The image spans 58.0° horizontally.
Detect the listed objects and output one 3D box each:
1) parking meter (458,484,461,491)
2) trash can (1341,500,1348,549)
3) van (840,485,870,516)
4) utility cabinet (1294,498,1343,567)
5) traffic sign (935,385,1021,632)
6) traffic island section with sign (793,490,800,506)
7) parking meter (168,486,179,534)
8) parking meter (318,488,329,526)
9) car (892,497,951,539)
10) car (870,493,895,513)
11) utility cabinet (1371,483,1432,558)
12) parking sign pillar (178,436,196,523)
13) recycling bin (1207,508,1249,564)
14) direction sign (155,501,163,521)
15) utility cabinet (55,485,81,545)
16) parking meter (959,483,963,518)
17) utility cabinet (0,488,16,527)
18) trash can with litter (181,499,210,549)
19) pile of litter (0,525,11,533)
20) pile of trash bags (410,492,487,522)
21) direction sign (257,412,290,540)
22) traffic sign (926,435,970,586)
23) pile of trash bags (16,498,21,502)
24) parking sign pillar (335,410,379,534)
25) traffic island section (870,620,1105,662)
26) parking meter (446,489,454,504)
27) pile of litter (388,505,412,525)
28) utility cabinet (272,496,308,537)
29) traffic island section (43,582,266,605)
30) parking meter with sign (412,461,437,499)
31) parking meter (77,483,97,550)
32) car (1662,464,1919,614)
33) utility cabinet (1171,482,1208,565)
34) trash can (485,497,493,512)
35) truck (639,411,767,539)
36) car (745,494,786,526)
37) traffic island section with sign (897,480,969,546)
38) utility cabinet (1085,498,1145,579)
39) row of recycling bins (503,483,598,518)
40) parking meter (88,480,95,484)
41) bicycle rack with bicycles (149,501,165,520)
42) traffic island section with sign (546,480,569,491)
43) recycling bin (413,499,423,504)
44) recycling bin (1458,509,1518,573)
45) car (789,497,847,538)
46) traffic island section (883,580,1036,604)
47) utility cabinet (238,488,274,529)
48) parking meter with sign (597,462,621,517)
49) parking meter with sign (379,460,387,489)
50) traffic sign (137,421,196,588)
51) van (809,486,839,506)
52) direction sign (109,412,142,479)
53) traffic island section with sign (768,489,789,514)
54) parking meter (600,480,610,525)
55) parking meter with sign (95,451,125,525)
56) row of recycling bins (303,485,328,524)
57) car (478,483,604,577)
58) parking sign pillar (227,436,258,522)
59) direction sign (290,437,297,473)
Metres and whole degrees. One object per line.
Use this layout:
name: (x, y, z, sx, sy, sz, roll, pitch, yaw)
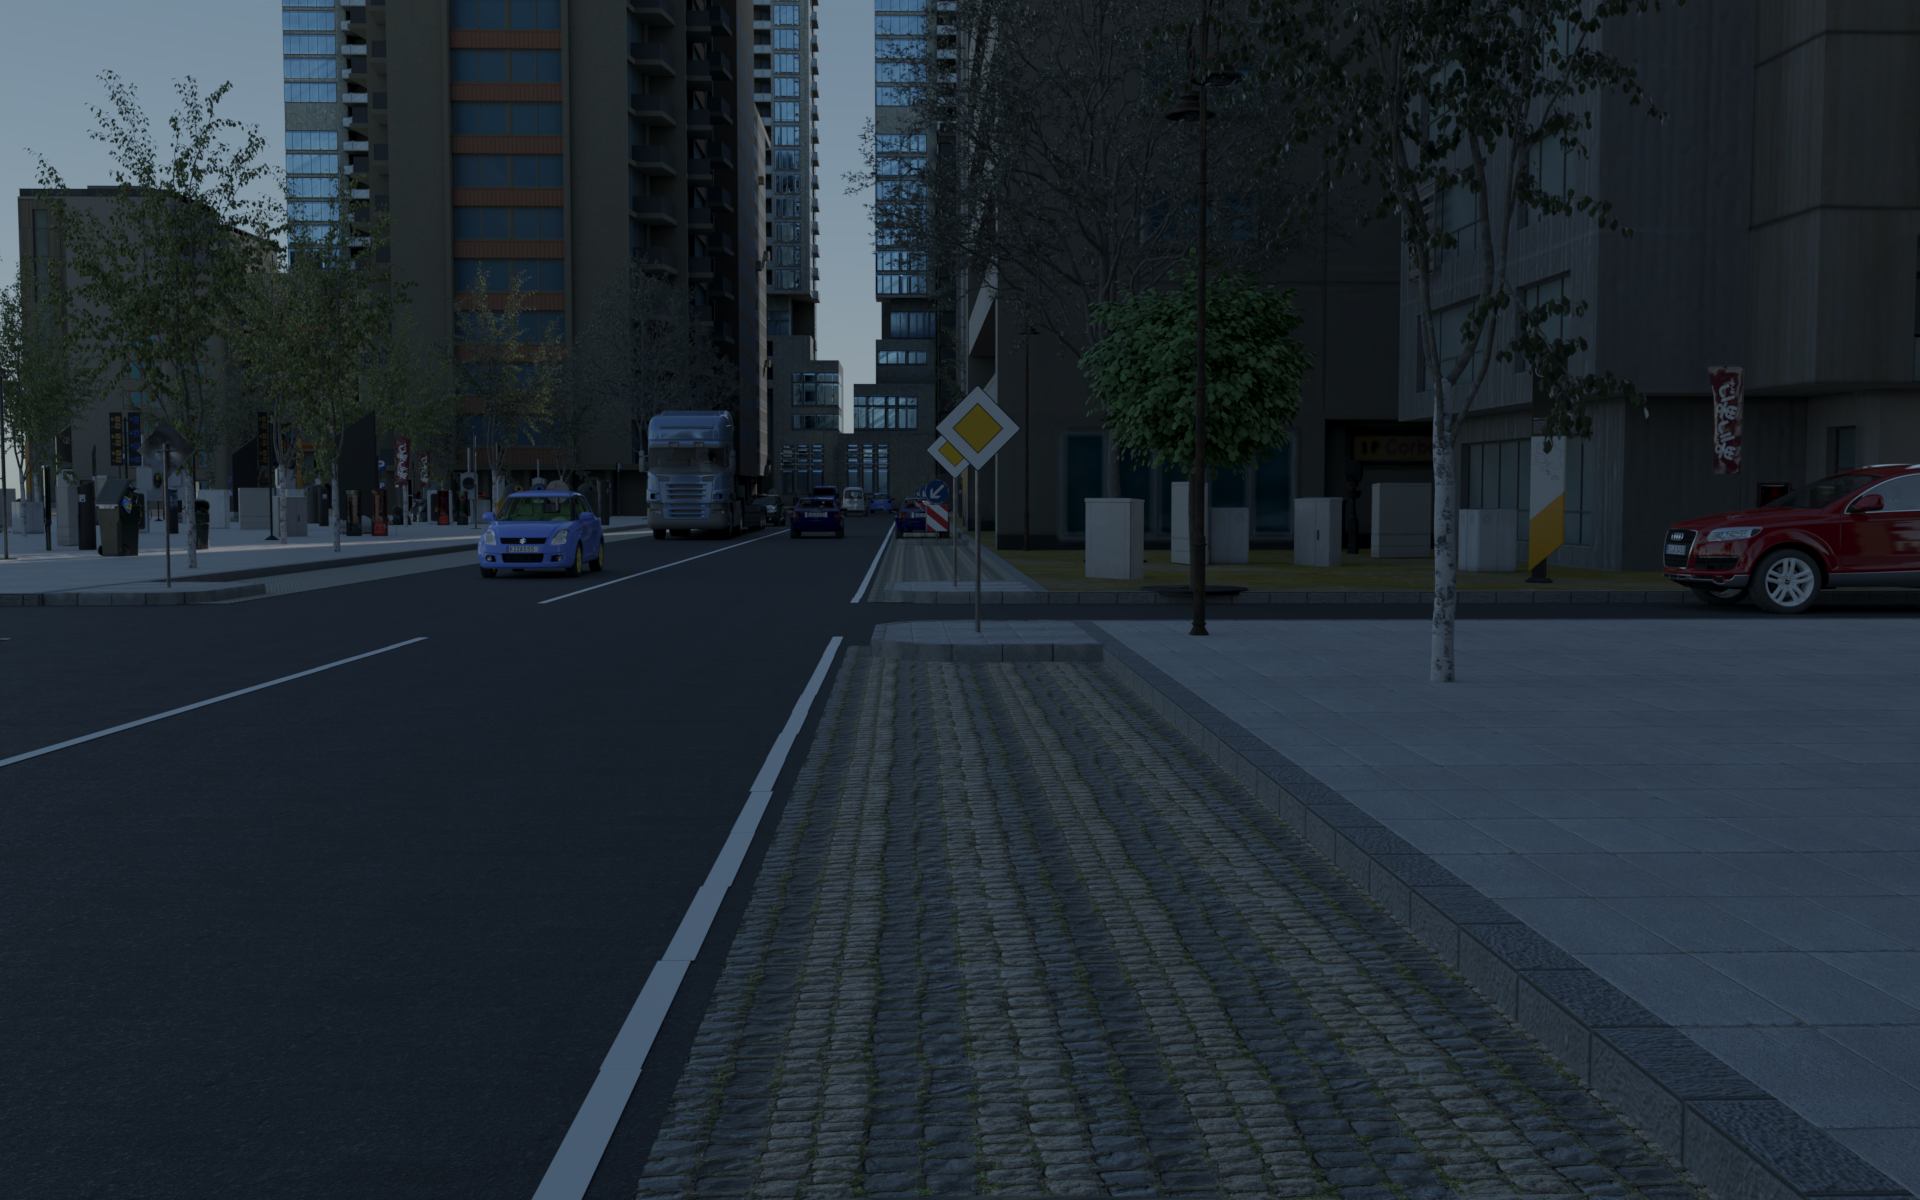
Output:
parking meter: (-26.541, -5.300, 92.374, 0.399, 1.863, 0.255, -1, 4, -8)
trash can: (8.319, -1.661, 38.810, 0.748, 1.137, 0.748, 0, 3, 0)
van: (-6.837, -6.443, 112.359, 2.013, 2.044, 4.112, 0, 4, -1)
utility cabinet: (6.421, -1.221, 31.121, 0.306, 1.237, 1.020, -2, 4, -27)
traffic sign: (0.163, -0.758, 16.036, 0.795, 2.450, 0.064, 0, 4, -2)
traffic island section with sign: (-14.351, -8.810, 152.663, 1.989, 1.847, 2.006, 0, 4, -2)
parking meter: (-25.473, -2.909, 55.969, 0.372, 1.533, 0.369, 0, 3, 0)
parking meter: (-25.341, -3.703, 68.962, 0.372, 1.533, 0.369, 0, 3, 0)
car: (-1.239, -2.658, 56.044, 1.945, 1.354, 3.894, 0, 4, -3)
car: (-5.895, -7.400, 130.576, 1.945, 1.707, 3.694, 0, 3, 0)
utility cabinet: (8.822, -1.588, 34.647, 1.173, 1.500, 0.318, -1, 4, -17)
parking sign pillar: (-34.791, -5.441, 77.432, 1.447, 3.967, 1.447, 1, 4, 16)
recycling bin: (4.923, -1.184, 31.919, 0.722, 1.027, 0.722, 0, 4, 2)
direction sign: (-37.748, -5.473, 81.485, 0.379, 3.537, 0.876, -1, 4, -14)
utility cabinet: (-22.129, -2.104, 43.074, 0.318, 1.500, 1.173, -1, 4, -9)
parking meter: (0.133, -5.393, 93.887, 0.255, 1.863, 0.399, -3, 4, -37)
utility cabinet: (-37.301, -3.579, 67.203, 0.318, 1.500, 1.173, 3, 4, 37)
trash can with litter: (-17.775, -1.767, 40.283, 0.624, 1.170, 1.055, -2, 4, -26)
pile of litter: (-32.210, -2.645, 57.219, 1.176, 0.858, 1.719, 3, 5, 40)
pile of trash bags: (-23.777, -4.330, 80.543, 3.447, 1.369, 1.912, -2, 4, -25)
direction sign: (-19.156, -3.431, 48.099, 0.379, 3.537, 0.876, 1, 4, 19)
traffic sign: (-0.072, -1.246, 24.018, 0.795, 2.450, 0.064, 0, 4, -2)
pile of trash bags: (-53.167, -5.260, 95.749, 3.447, 1.369, 1.912, -3, 4, -36)
parking sign pillar: (-19.433, -4.118, 55.799, 1.447, 3.967, 1.447, 0, 4, 0)
traffic island section: (0.186, 0.377, 16.114, 2.009, 0.180, 2.903, 0, 4, -2)
parking meter: (-25.937, -4.872, 88.061, 0.372, 1.533, 0.369, 0, 3, 0)
pile of litter: (-23.402, -3.518, 71.486, 1.719, 0.858, 1.176, -3, 4, -37)
utility cabinet: (-20.180, -2.510, 52.198, 0.306, 1.237, 1.020, 2, 4, 32)
traffic island section: (-10.885, -0.092, 23.784, 2.009, 0.180, 2.903, 0, 4, -2)
parking meter with sign: (-28.446, -5.917, 92.999, 1.738, 3.016, 0.543, -1, 4, -13)
parking meter: (-20.048, -1.917, 39.758, 0.372, 1.533, 0.369, 0, 3, 0)
car: (11.519, -0.790, 21.585, 5.304, 1.827, 2.281, 0, 4, 0)
utility cabinet: (4.179, -1.394, 31.477, 0.318, 1.500, 1.173, -1, 4, -11)
trash can: (-24.058, -4.723, 88.875, 0.748, 1.137, 0.748, 0, 3, 0)
truck: (-8.761, -4.404, 61.770, 2.967, 4.110, 18.799, 0, 4, -2)
car: (-8.848, -4.168, 77.934, 2.009, 1.686, 4.222, 0, 4, 0)
traffic island section with sign: (-0.767, -2.450, 48.684, 1.989, 1.847, 2.006, 0, 4, -2)
utility cabinet: (2.362, -0.936, 26.463, 0.306, 1.237, 1.020, -3, 4, -38)
row of recycling bins: (-15.501, -3.578, 65.613, 3.534, 1.692, 1.069, -1, 4, -11)
parking meter: (-36.553, -4.110, 72.908, 0.255, 1.863, 0.399, -2, 4, -27)
bicycle rack with bicycles: (-39.691, -4.368, 84.796, 2.852, 0.926, 2.925, -2, 4, -31)
traffic island section with sign: (-11.283, -2.432, 48.386, 1.989, 1.847, 2.006, 0, 4, -2)
recycling bin: (-26.253, -4.322, 83.219, 0.722, 1.027, 0.722, 0, 4, -4)
recycling bin: (8.690, -0.977, 28.524, 0.722, 1.027, 0.722, -1, 4, -8)
car: (-4.715, -2.745, 57.462, 1.945, 1.354, 3.894, 0, 4, -3)
traffic island section: (-0.048, -0.111, 24.096, 2.009, 0.180, 2.903, 0, 4, -2)
utility cabinet: (-25.319, -3.283, 62.352, 1.173, 1.500, 0.318, -2, 4, -31)
parking meter with sign: (-19.660, -6.081, 95.691, 1.738, 3.016, 0.543, 0, 4, 8)
parking meter with sign: (-29.312, -5.595, 87.743, 0.543, 3.016, 1.738, -1, 4, -21)
traffic sign: (-10.862, -1.228, 23.723, 0.795, 2.450, 0.064, 0, 4, -2)
van: (-10.020, -7.585, 128.391, 2.240, 2.365, 5.245, 0, 4, -2)
direction sign: (-23.077, -3.422, 47.953, 0.876, 3.537, 0.379, 0, 4, 5)
traffic island section with sign: (-13.556, -7.162, 125.719, 1.989, 1.847, 2.006, 0, 4, -2)
parking meter: (-14.533, -3.986, 70.887, 0.255, 1.863, 0.399, 1, 4, 12)
parking meter with sign: (-34.880, -4.561, 70.841, 1.738, 3.016, 0.543, 2, 4, 29)
row of recycling bins: (-28.539, -4.247, 76.548, 1.069, 1.692, 3.534, -2, 4, -28)
car: (-7.445, -1.305, 30.932, 1.945, 1.707, 3.694, 0, 4, -3)
parking sign pillar: (-33.361, -5.631, 80.545, 1.447, 3.967, 1.447, 2, 4, 34)
direction sign: (-26.861, -4.719, 69.146, 0.876, 3.537, 0.379, -2, 4, -35)
